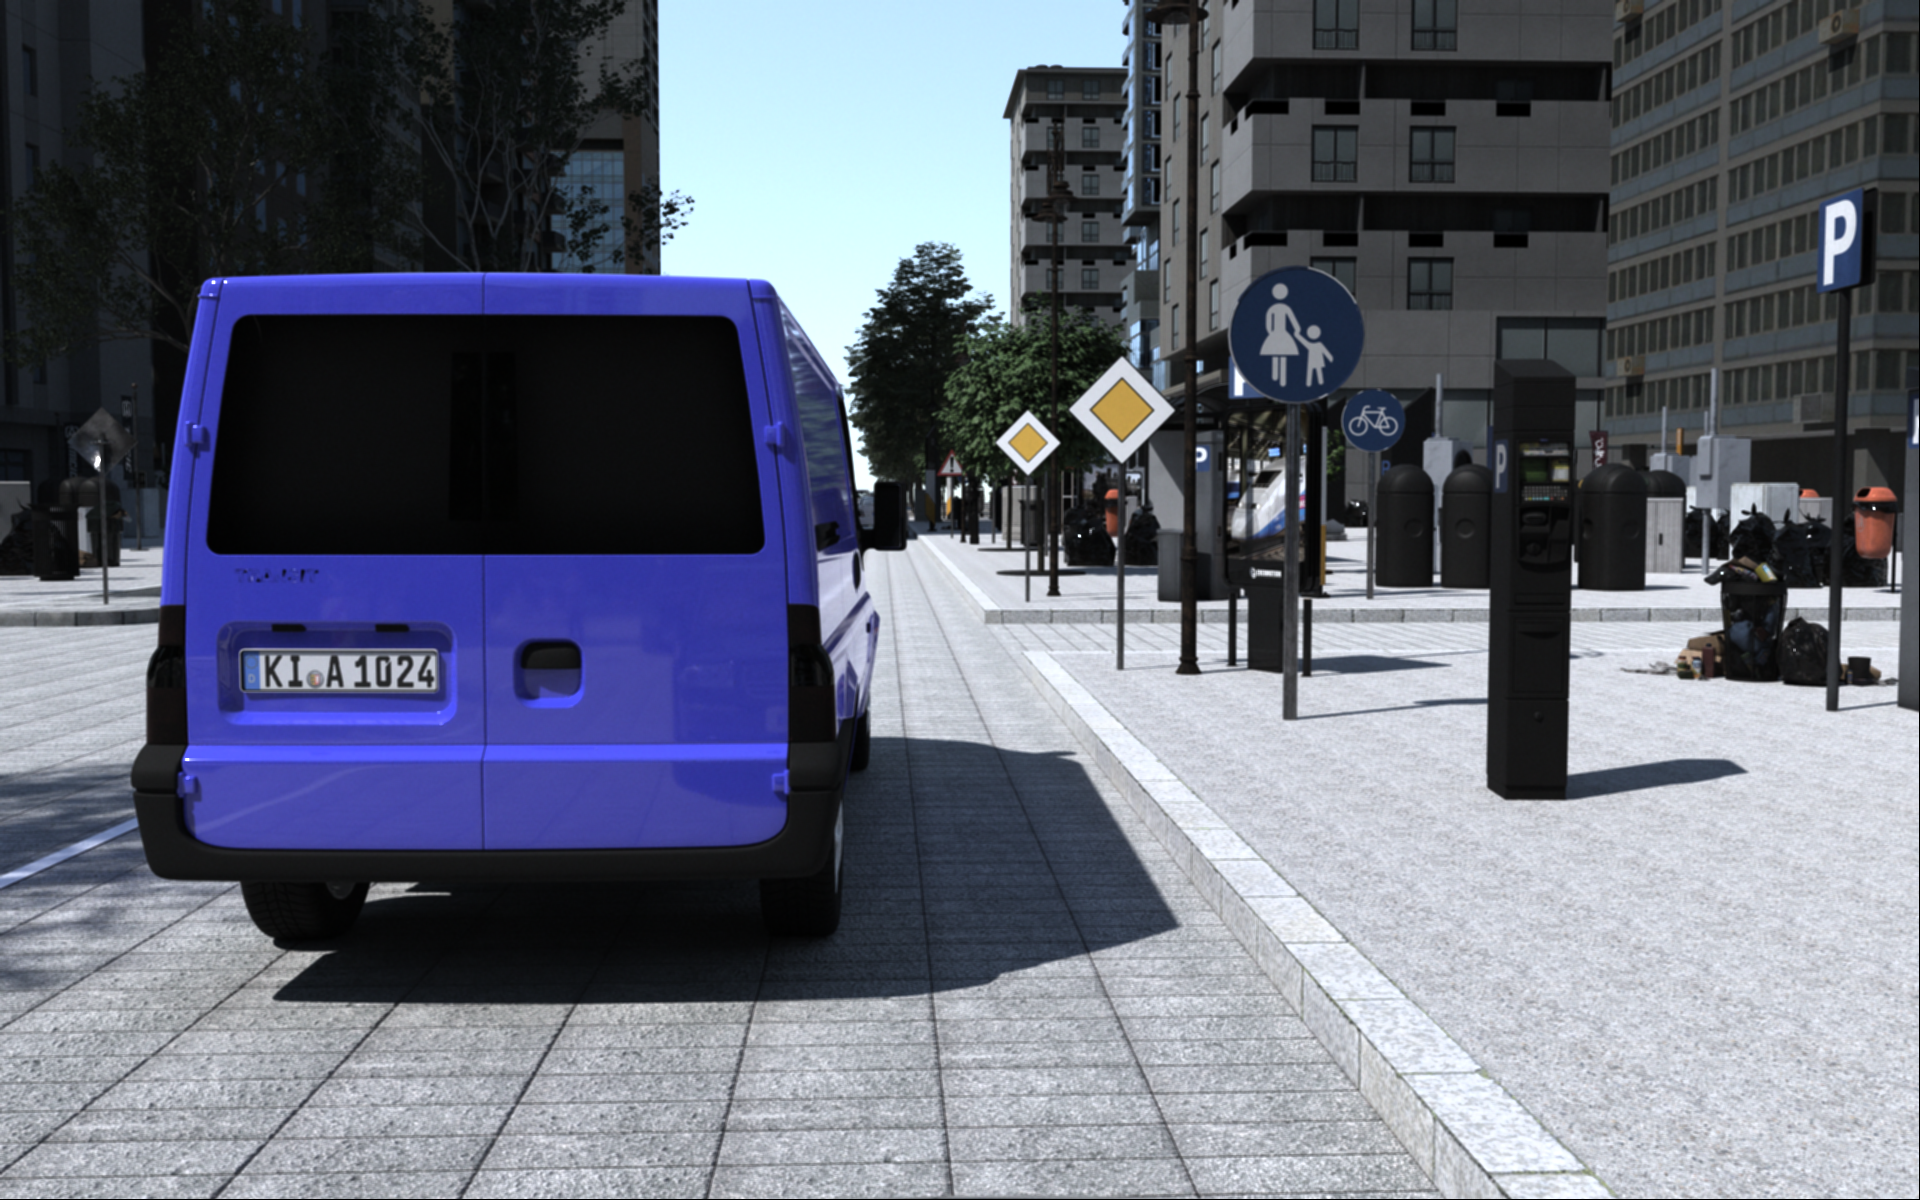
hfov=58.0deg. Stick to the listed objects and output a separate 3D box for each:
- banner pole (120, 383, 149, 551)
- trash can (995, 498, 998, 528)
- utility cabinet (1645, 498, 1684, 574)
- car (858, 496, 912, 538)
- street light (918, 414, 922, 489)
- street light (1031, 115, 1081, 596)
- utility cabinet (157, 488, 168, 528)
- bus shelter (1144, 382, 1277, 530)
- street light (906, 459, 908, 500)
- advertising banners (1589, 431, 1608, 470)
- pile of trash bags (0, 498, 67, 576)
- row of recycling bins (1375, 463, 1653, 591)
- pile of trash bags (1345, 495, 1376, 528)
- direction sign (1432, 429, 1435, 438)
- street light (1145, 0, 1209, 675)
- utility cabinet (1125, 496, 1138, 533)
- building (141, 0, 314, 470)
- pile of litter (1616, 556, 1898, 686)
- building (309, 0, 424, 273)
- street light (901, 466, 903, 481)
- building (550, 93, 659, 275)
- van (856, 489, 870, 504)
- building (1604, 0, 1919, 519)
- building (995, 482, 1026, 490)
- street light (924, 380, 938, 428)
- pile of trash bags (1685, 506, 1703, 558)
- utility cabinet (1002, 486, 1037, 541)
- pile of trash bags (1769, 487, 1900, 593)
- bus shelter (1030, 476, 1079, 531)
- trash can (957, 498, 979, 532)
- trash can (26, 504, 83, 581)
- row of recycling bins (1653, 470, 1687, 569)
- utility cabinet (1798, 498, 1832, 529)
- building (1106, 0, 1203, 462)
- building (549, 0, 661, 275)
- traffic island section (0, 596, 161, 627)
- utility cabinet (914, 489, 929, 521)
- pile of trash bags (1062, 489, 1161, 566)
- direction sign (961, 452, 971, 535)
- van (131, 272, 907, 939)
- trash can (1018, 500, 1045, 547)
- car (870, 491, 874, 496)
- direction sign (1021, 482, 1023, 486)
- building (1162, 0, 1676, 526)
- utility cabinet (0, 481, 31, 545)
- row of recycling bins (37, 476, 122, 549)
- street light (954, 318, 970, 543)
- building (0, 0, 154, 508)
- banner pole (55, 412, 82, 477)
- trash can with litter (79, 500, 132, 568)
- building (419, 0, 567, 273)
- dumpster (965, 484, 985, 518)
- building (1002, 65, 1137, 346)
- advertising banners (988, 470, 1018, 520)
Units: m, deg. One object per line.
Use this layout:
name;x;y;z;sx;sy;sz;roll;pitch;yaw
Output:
banner pole;-18.626;-2.994;38.962;0.401;3.779;0.863;0;4;1
trash can;1.580;-3.347;66.385;0.748;1.137;0.748;0;3;0
utility cabinet;11.228;-1.044;28.234;1.020;1.237;0.306;2;4;26
car;-2.647;-2.788;57.946;2.083;1.381;4.827;0;4;-2
street light;-2.085;-7.429;94.250;0.468;5.910;1.993;0;4;-3
street light;1.184;-2.989;21.665;0.468;5.910;1.993;0;4;-3
utility cabinet;-30.109;-3.447;65.044;0.318;1.500;1.173;2;4;29
bus shelter;4.793;-2.455;34.059;2.014;3.302;5.546;0;4;-3
street light;-3.346;-9.122;121.940;0.468;5.910;1.993;0;4;-3
advertising banners;18.408;-3.166;47.948;2.074;3.025;0.090;0;4;-2
pile of trash bags;-15.274;-1.062;27.112;1.912;1.369;3.447;-1;4;-10
row of recycling bins;7.462;-1.008;23.599;3.534;1.692;1.069;1;4;18
pile of trash bags;14.510;-3.474;66.550;1.912;1.369;3.447;3;5;42
direction sign;16.165;-4.199;60.644;0.876;3.537;0.379;2;4;25
street light;1.633;-2.410;12.199;0.468;5.910;1.993;0;4;-3
utility cabinet;4.484;-2.145;46.232;0.306;1.237;1.020;0;4;-6
building;-37.308;-25.955;74.477;14.600;45.320;14.200;0;4;-3
pile of litter;5.584;0.111;12.150;1.176;0.858;1.719;-3;4;-37
building;-46.595;-25.277;105.168;32.217;40.220;23.993;0;4;-3
street light;-5.679;-12.148;171.412;0.468;5.910;1.993;0;4;-3
building;-42.241;-33.506;197.938;14.600;45.320;14.200;0;4;-3
van;-8.174;-8.359;143.683;2.013;2.044;4.112;0;4;-2
building;34.659;-21.933;50.488;23.993;40.220;32.217;0;4;-3
building;19.110;-24.238;241.333;27.650;21.520;28.899;0;4;-3
street light;-1.120;-5.956;70.162;0.468;5.910;1.993;0;4;-3
pile of trash bags;15.594;-1.478;33.913;1.912;1.369;3.447;-1;4;-11
utility cabinet;1.665;-2.355;47.184;1.173;1.500;0.318;3;5;44
pile of trash bags;11.928;-0.862;23.847;1.912;1.369;3.447;0;4;2
bus shelter;3.322;-4.961;58.745;2.179;5.291;8.768;0;4;-2
trash can;0.264;-2.899;59.051;0.748;1.137;0.748;0;3;0
trash can;-13.422;-0.860;25.714;0.748;1.137;0.748;0;3;0
row of recycling bins;12.025;-1.468;31.109;1.069;1.692;3.534;0;4;0
utility cabinet;14.428;-1.119;29.456;0.306;1.237;1.020;0;4;-7
building;21.706;-50.702;141.642;22.319;86.520;31.000;0;4;-3
building;-45.775;-47.491;214.725;20.563;71.187;20.611;0;4;-3
traffic island section;-9.955;0.130;20.148;2.009;0.180;2.903;0;4;-3
utility cabinet;-1.561;-4.470;81.757;1.173;1.500;0.318;-2;4;-25
pile of trash bags;2.863;-1.375;32.241;1.912;1.369;3.447;0;4;5
direction sign;0.297;-3.809;54.267;0.379;3.537;0.876;2;4;33
van;-1.354;-0.175;7.245;2.240;2.365;5.245;0;4;-1
trash can;1.777;-1.859;42.045;0.748;1.137;0.748;0;3;0
car;-11.788;-14.320;242.806;2.281;1.827;5.304;0;4;-1
direction sign;2.389;-4.556;66.484;0.379;3.537;0.876;-1;4;-9
building;24.982;-30.158;82.325;28.713;52.752;27.495;0;4;-3
utility cabinet;-16.823;-1.312;30.133;1.173;1.500;0.318;-2;4;-29
row of recycling bins;-21.075;-2.093;41.332;3.534;1.692;1.069;3;5;44
street light;0.086;-4.462;45.747;0.468;5.910;1.993;0;4;-3
building;-38.203;-30.755;44.851;21.231;58.520;28.212;0;4;-3
banner pole;-27.247;-3.845;52.888;0.863;3.779;0.401;-1;4;-17
trash can with litter;-15.067;-1.156;30.291;0.624;1.170;1.055;1;4;11
building;-42.345;-29.175;131.631;22.147;44.769;28.867;0;4;-3
dumpster;0.746;-5.479;95.348;1.264;1.857;1.865;0;4;-3
building;20.449;-38.086;211.951;28.713;52.752;27.495;0;4;-3
advertising banners;2.190;-5.500;86.106;0.090;3.025;2.074;-3;5;-45
